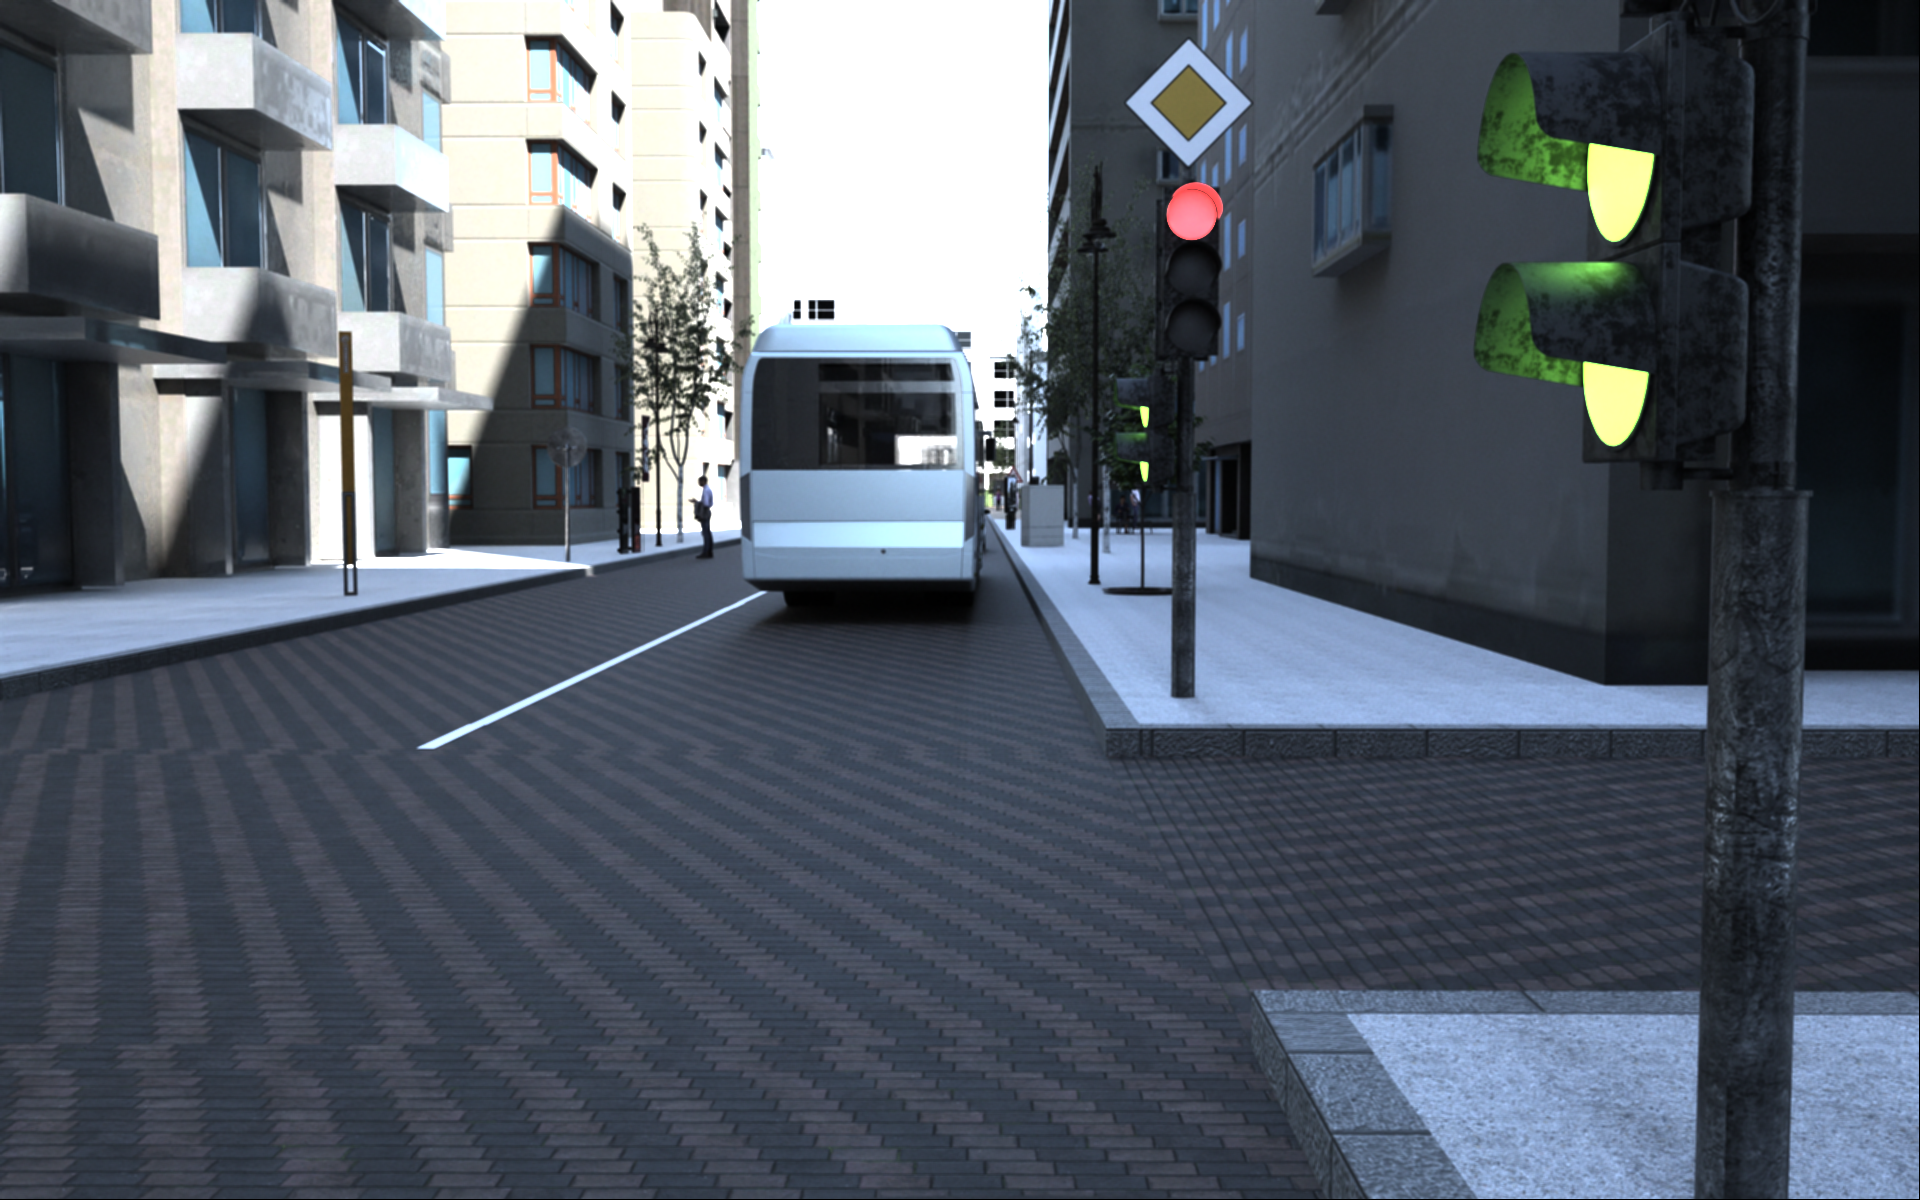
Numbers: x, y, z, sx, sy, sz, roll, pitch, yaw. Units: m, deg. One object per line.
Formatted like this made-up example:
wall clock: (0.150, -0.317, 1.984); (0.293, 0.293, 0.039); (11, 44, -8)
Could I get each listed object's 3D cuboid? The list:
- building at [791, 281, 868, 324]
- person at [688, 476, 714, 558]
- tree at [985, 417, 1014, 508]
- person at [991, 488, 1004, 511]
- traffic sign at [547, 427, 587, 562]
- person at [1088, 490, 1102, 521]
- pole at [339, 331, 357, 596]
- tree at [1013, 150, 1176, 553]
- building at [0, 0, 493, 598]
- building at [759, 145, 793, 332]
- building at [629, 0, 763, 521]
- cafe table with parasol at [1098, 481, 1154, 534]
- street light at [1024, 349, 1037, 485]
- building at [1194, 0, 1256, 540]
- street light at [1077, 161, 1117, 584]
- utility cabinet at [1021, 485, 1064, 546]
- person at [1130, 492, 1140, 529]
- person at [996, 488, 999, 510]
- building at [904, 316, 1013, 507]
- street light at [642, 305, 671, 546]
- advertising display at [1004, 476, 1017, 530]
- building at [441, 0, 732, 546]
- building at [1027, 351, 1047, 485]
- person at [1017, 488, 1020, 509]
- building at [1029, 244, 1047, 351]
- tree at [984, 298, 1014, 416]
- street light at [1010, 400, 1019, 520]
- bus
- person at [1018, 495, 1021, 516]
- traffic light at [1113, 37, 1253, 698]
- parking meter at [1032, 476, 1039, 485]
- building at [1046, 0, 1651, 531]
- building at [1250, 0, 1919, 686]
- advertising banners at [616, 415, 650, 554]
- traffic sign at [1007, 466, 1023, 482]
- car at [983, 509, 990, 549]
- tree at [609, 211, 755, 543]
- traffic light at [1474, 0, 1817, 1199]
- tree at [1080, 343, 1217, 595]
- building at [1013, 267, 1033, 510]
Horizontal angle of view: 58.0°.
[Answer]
building: (-24.350, -17.497, 152.529); (31.486, 18.905, 16.747); (0, 4, 1)
person: (-5.805, -1.853, 38.663); (0.599, 1.838, 0.709); (0, 4, 2)
tree: (3.738, -12.984, 162.644); (4.737, 8.622, 4.395); (0, 3, 0)
person: (2.933, -7.690, 132.456); (1.217, 1.739, 0.721); (2, 4, 25)
traffic sign: (-7.450, -2.002, 32.845); (0.768, 2.556, 0.104); (0, 4, 1)
person: (5.017, -3.389, 64.692); (0.421, 1.427, 0.697); (-2, 4, -24)
pole: (-7.727, -1.714, 21.863); (0.158, 3.312, 0.155); (0, 3, 0)
tree: (3.204, -5.316, 37.278); (4.360, 8.622, 3.978); (0, 3, 0)
building: (-21.693, -24.890, 26.564); (23.786, 49.044, 30.456); (0, 4, 1)
building: (-16.863, -14.411, 92.047); (16.016, 20.091, 11.380); (0, 4, 1)
building: (-16.789, -18.744, 78.174); (14.160, 30.474, 14.107); (0, 4, 1)
cafe table with parasol: (5.332, -3.118, 55.851); (2.610, 1.966, 2.610); (-2, 4, -28)
street light: (2.236, -5.014, 54.772); (0.468, 5.910, 1.993); (0, 4, 1)
building: (14.536, -24.370, 48.565); (14.600, 45.320, 14.200); (0, 4, 1)
street light: (1.919, -3.164, 24.524); (0.468, 5.910, 1.993); (0, 4, 1)
utility cabinet: (2.007, -2.053, 42.241); (1.173, 1.500, 0.318); (-3, 5, -41)
person: (6.463, -3.437, 63.173); (0.436, 1.711, 0.756); (2, 4, 34)
person: (3.099, -8.008, 137.688); (0.721, 1.735, 1.217); (0, 4, 3)
building: (-5.515, -19.202, 180.402); (31.486, 18.905, 16.747); (0, 4, 1)
street light: (-7.412, -4.261, 42.451); (0.468, 5.910, 1.993); (0, 4, 1)
advertising display: (1.828, -3.513, 62.657); (0.123, 1.923, 0.974); (1, 4, 21)
building: (-23.441, -12.967, 57.042); (27.650, 21.520, 28.899); (0, 4, 1)
building: (8.818, -9.769, 101.866); (9.099, 9.664, 28.070); (0, 4, 1)
person: (4.475, -7.889, 135.698); (0.551, 1.740, 0.621); (2, 4, 27)
building: (12.944, -16.238, 121.906); (16.016, 20.091, 11.380); (0, 4, 1)
tree: (3.115, -6.098, 50.070); (4.360, 8.622, 3.978); (0, 3, 0)
street light: (2.692, -6.898, 85.568); (0.468, 5.910, 1.993); (0, 4, 1)
bus: (-0.961, -1.863, 25.325); (2.948, 3.499, 13.247); (0, 4, 1)
person: (3.675, -5.752, 100.533); (0.568, 1.767, 0.683); (1, 4, 17)
traffic light: (1.392, -1.341, 10.847); (0.839, 4.253, 0.868); (0, 4, 1)
parking meter: (2.445, -3.141, 57.071); (0.255, 1.863, 0.399); (1, 4, 19)
building: (14.863, -27.568, 74.440); (21.300, 48.544, 21.600); (0, 4, 1)
building: (14.912, -24.279, 20.661); (21.600, 48.544, 21.300); (0, 4, 1)
advertising banners: (-7.113, -2.551, 37.903); (0.090, 3.025, 2.074); (1, 4, 9)
traffic sign: (2.446, -4.854, 79.367); (0.884, 2.594, 0.081); (0, 4, 5)
car: (-0.243, -1.942, 43.762); (2.014, 1.417, 4.499); (0, 4, 2)
tree: (-7.434, -5.836, 45.777); (4.360, 8.622, 3.978); (0, 3, 0)
traffic light: (1.322, -0.853, 2.862); (0.839, 4.253, 0.868); (0, 4, 1)
tree: (2.365, -1.688, 22.201); (1.663, 3.219, 1.824); (0, 3, 0)
building: (13.327, -16.943, 143.481); (16.747, 18.905, 31.486); (0, 4, 1)
